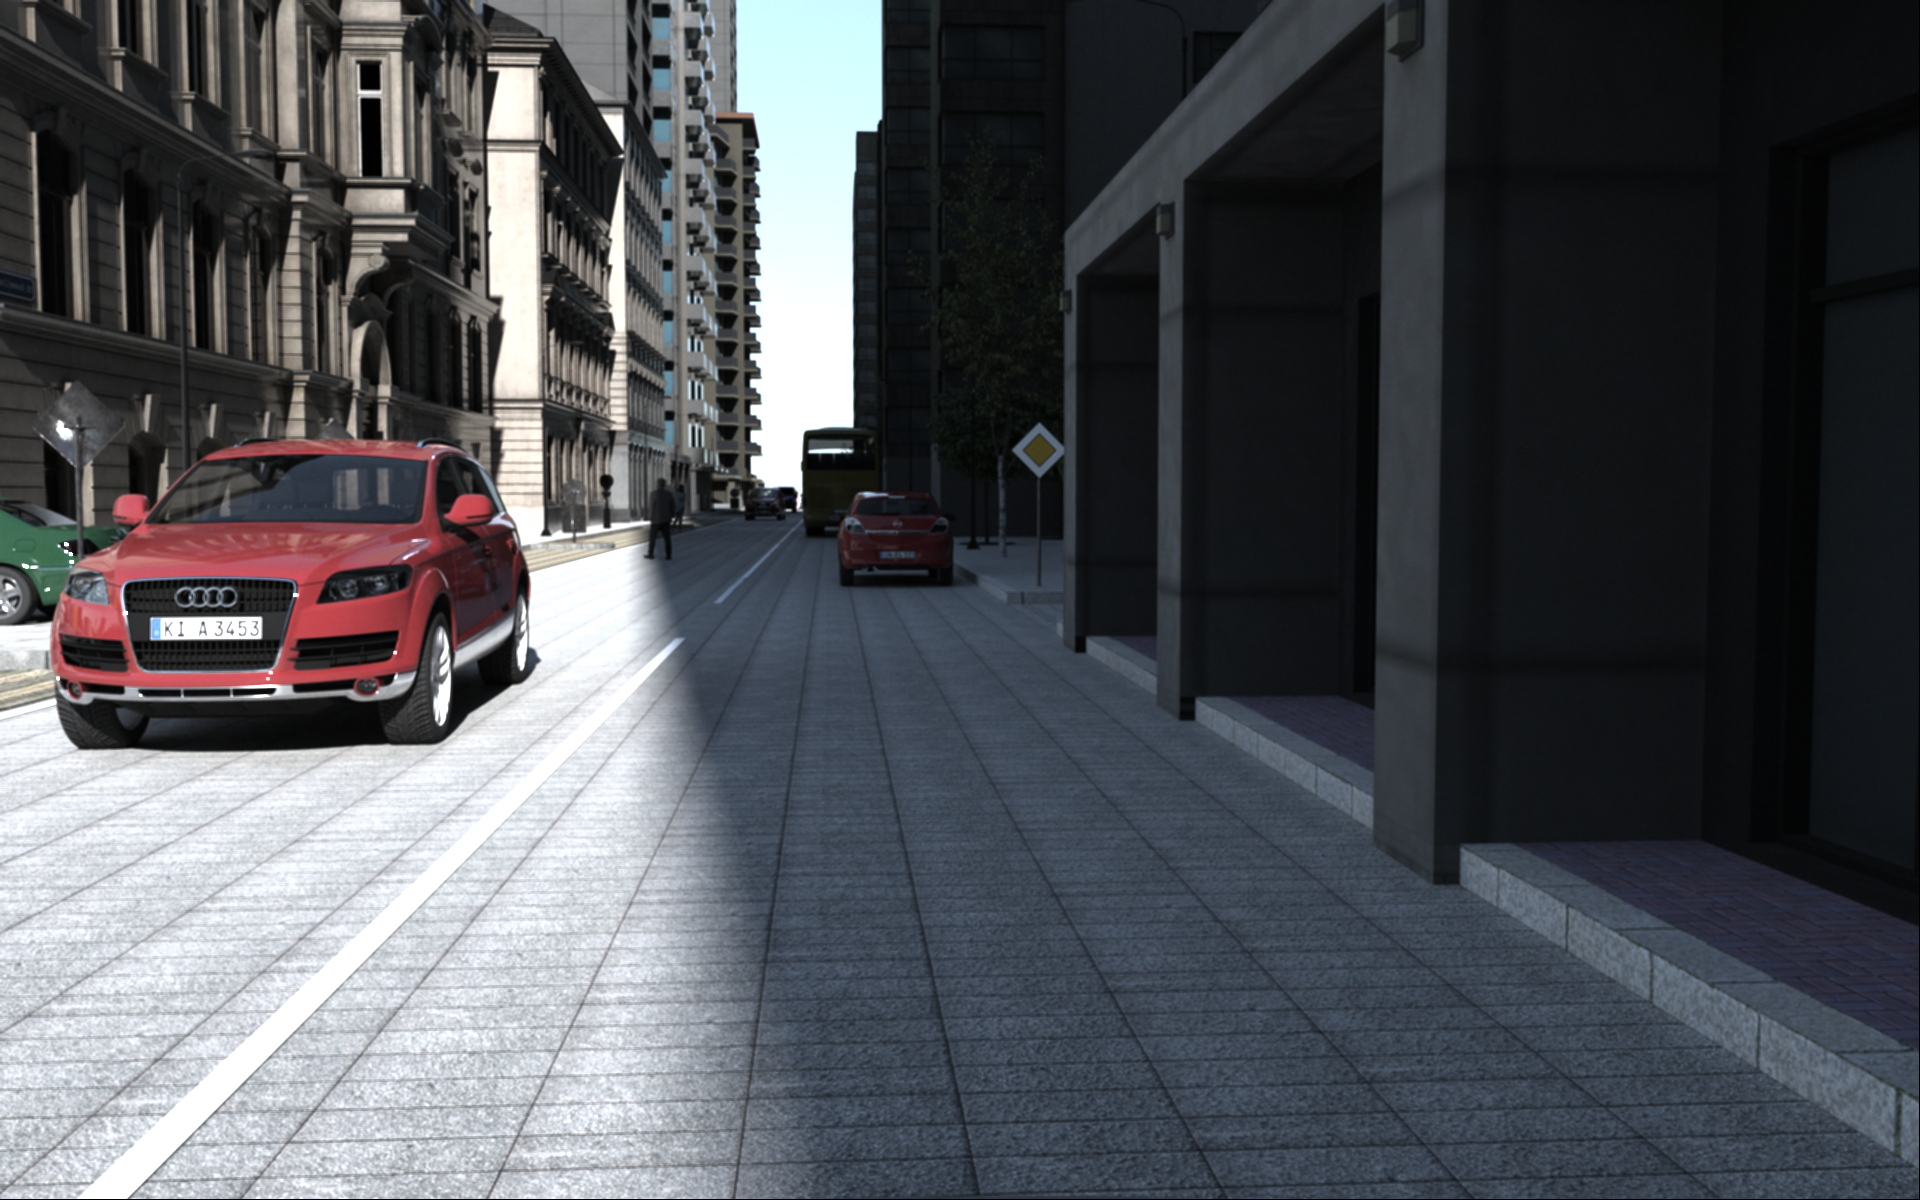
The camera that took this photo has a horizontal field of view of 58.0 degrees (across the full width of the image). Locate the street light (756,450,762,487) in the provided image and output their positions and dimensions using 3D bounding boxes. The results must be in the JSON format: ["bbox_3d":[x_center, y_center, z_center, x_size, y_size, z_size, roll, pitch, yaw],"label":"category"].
[{"bbox_3d":[-21.796,-12.892,183.319,1.470,5.913,1.316,0,4,-4],"label":"street light"}]

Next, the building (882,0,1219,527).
[{"bbox_3d":[3.337,-18.891,80.572,14.160,30.474,14.107,0,4,-4],"label":"building"}]

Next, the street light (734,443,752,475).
[{"bbox_3d":[-20.092,-11.385,158.685,1.470,5.913,1.316,0,4,-4],"label":"street light"}]

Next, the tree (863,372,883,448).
[{"bbox_3d":[-2.988,-8.861,95.236,4.360,8.622,3.978,0,3,0],"label":"tree"}]

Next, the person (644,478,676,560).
[{"bbox_3d":[-6.603,-1.780,37.999,0.661,1.777,0.834,-3,5,-44],"label":"person"}]

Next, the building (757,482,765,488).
[{"bbox_3d":[-43.825,-33.711,243.053,32.217,40.220,23.993,0,4,-4],"label":"building"}]

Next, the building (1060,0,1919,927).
[{"bbox_3d":[11.921,-34.648,4.746,20.563,71.187,20.611,0,4,-4],"label":"building"}]

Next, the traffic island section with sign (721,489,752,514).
[{"bbox_3d":[-15.957,-7.008,123.202,1.989,1.847,2.006,0,4,-4],"label":"traffic island section with sign"}]

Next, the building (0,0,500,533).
[{"bbox_3d":[-19.210,-13.446,38.934,14.460,24.649,34.723,0,4,-4],"label":"building"}]

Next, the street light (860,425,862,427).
[{"bbox_3d":[-5.997,-8.813,116.631,1.470,5.913,1.316,0,4,-4],"label":"street light"}]

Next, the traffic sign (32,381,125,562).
[{"bbox_3d":[-7.823,-0.719,15.400,0.795,2.450,0.064,0,4,-4],"label":"traffic sign"}]

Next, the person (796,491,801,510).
[{"bbox_3d":[-14.932,-9.135,158.525,0.621,1.740,0.551,1,4,12],"label":"person"}]

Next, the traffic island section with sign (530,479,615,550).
[{"bbox_3d":[-10.087,-2.241,45.263,1.989,1.847,2.006,0,4,-4],"label":"traffic island section with sign"}]

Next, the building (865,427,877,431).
[{"bbox_3d":[2.601,-51.735,158.531,22.319,86.520,31.000,0,4,-4],"label":"building"}]

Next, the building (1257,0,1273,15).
[{"bbox_3d":[20.962,-25.312,33.468,30.456,49.044,23.786,0,4,-4],"label":"building"}]

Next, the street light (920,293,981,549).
[{"bbox_3d":[-0.230,-4.133,40.116,1.470,5.913,1.316,0,4,-4],"label":"street light"}]

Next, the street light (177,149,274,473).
[{"bbox_3d":[-9.936,-3.113,23.435,1.470,5.913,1.316,0,4,-4],"label":"street light"}]

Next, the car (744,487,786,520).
[{"bbox_3d":[-10.745,-5.330,95.817,2.281,1.827,5.304,0,4,-3],"label":"car"}]

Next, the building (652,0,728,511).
[{"bbox_3d":[-30.383,-31.380,132.664,23.786,49.044,30.456,0,4,-4],"label":"building"}]

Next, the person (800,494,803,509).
[{"bbox_3d":[-14.908,-9.468,164.121,1.217,1.723,0.721,1,4,16],"label":"person"}]

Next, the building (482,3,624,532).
[{"bbox_3d":[-19.300,-12.348,66.510,10.561,19.102,19.286,0,4,-4],"label":"building"}]

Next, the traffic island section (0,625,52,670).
[{"bbox_3d":[-7.846,0.417,15.460,2.009,0.180,2.903,0,4,-4],"label":"traffic island section"}]

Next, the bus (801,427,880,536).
[{"bbox_3d":[-4.351,-4.333,62.393,2.896,3.916,12.252,0,4,-5],"label":"bus"}]

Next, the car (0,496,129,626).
[{"bbox_3d":[-11.876,-0.471,19.506,4.920,1.459,2.131,0,4,-6],"label":"car"}]

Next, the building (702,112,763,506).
[{"bbox_3d":[-33.650,-33.017,194.460,22.147,44.769,28.867,0,4,-4],"label":"building"}]

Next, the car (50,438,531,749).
[{"bbox_3d":[-4.154,-0.173,11.499,2.281,1.827,5.304,0,4,-6],"label":"car"}]

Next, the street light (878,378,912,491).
[{"bbox_3d":[-2.516,-5.921,69.357,1.470,5.913,1.316,0,4,-4],"label":"street light"}]

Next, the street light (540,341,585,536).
[{"bbox_3d":[-12.101,-4.905,52.742,1.470,5.913,1.316,0,4,-4],"label":"street light"}]

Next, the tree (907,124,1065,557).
[{"bbox_3d":[0.899,-5.159,34.708,4.737,8.622,4.395,0,3,0],"label":"tree"}]

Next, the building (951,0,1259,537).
[{"bbox_3d":[5.897,-17.527,58.264,14.160,30.474,14.107,0,4,-4],"label":"building"}]

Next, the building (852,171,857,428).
[{"bbox_3d":[-4.508,-38.157,247.562,21.300,48.544,21.600,0,4,-4],"label":"building"}]

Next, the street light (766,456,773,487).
[{"bbox_3d":[-24.114,-14.716,213.146,1.470,5.913,1.316,0,4,-4],"label":"street light"}]

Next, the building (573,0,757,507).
[{"bbox_3d":[-36.266,-47.719,218.461,20.563,71.187,20.611,0,4,-4],"label":"building"}]

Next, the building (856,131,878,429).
[{"bbox_3d":[-4.898,-31.499,198.607,14.154,41.232,14.086,0,4,-4],"label":"building"}]

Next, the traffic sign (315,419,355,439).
[{"bbox_3d":[-8.421,-1.206,23.363,0.795,2.450,0.064,0,4,-4],"label":"traffic sign"}]

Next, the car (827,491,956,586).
[{"bbox_3d":[-1.106,-1.192,28.531,2.155,1.783,4.494,0,4,-4],"label":"car"}]

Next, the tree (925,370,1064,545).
[{"bbox_3d":[0.757,-3.698,44.176,4.285,4.588,4.351,0,3,0],"label":"tree"}]

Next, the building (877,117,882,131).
[{"bbox_3d":[-0.774,-36.809,221.437,23.786,49.044,30.456,0,4,-4],"label":"building"}]

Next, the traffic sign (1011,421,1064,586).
[{"bbox_3d":[1.098,-1.248,24.055,0.795,2.450,0.064,0,4,-4],"label":"traffic sign"}]

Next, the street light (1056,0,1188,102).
[{"bbox_3d":[1.520,-2.660,16.029,1.470,5.913,1.316,0,4,-4],"label":"street light"}]

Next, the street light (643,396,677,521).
[{"bbox_3d":[-14.324,-6.694,81.987,1.470,5.913,1.316,0,4,-4],"label":"street light"}]

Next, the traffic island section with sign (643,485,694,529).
[{"bbox_3d":[-12.118,-3.885,72.142,1.989,1.847,2.006,0,4,-4],"label":"traffic island section with sign"}]

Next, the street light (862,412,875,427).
[{"bbox_3d":[-4.702,-7.710,98.605,1.470,5.913,1.316,0,4,-4],"label":"street light"}]

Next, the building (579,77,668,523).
[{"bbox_3d":[-20.058,-14.437,85.189,9.793,20.994,18.267,0,4,-4],"label":"building"}]

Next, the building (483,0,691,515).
[{"bbox_3d":[-27.481,-40.857,106.271,20.563,71.187,20.611,0,4,-4],"label":"building"}]

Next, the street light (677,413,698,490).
[{"bbox_3d":[-15.738,-7.762,99.447,1.470,5.913,1.316,0,4,-4],"label":"street light"}]

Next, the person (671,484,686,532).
[{"bbox_3d":[-10.622,-3.460,65.329,0.793,1.790,0.793,1,4,13],"label":"person"}]

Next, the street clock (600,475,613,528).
[{"bbox_3d":[-13.187,-3.675,64.653,0.471,2.002,0.358,2,4,26],"label":"street clock"}]

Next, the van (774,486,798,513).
[{"bbox_3d":[-13.627,-7.926,133.972,2.240,2.365,5.245,0,4,-3],"label":"van"}]

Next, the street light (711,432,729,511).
[{"bbox_3d":[-17.850,-9.551,128.701,1.470,5.913,1.316,0,4,-4],"label":"street light"}]

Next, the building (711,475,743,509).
[{"bbox_3d":[-36.782,-28.624,159.885,32.217,40.220,23.993,0,4,-4],"label":"building"}]
